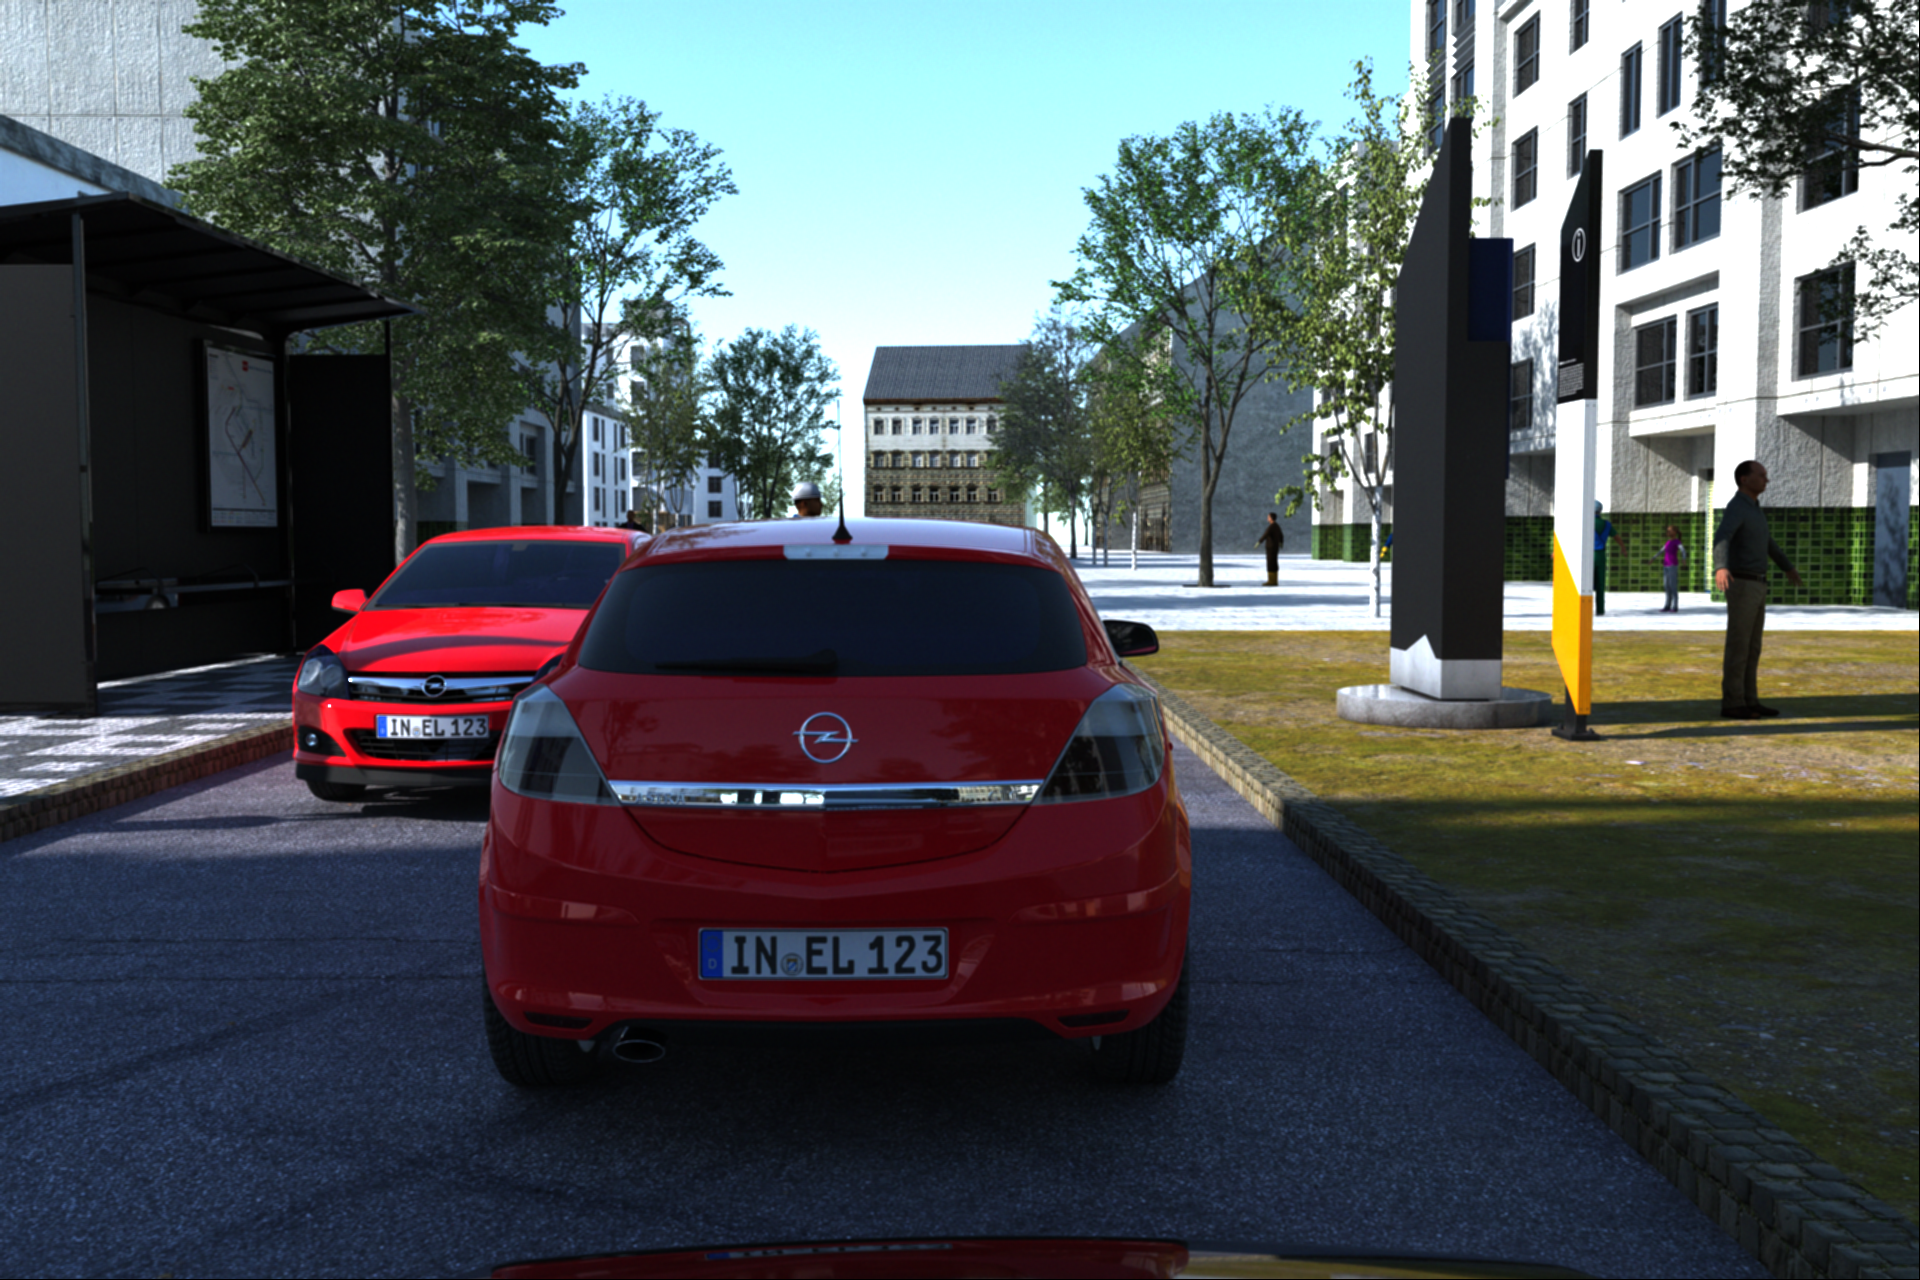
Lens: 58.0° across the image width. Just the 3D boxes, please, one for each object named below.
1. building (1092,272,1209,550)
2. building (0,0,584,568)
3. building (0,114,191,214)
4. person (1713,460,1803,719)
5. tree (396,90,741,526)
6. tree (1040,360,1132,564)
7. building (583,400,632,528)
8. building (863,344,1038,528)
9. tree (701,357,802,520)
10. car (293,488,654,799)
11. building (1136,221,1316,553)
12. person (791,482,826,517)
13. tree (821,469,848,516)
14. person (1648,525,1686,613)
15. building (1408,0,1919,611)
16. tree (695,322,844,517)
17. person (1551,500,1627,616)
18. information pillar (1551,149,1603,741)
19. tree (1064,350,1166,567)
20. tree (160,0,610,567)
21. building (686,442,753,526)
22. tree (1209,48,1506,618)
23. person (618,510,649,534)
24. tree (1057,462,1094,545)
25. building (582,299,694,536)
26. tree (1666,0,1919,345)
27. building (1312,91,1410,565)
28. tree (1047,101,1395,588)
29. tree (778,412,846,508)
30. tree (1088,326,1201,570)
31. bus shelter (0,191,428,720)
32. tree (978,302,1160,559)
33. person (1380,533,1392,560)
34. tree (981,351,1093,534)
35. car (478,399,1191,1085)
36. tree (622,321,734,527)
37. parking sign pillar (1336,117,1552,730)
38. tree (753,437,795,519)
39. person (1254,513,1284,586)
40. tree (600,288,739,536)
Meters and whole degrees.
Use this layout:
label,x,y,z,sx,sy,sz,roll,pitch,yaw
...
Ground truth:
label,x,y,z,sx,sy,sz,roll,pitch,yaw
building,21.184,-19.314,146.718,19.493,23.208,18.063,0,4,0
building,-27.498,-12.655,73.370,16.747,18.905,31.486,0,4,-1
building,-23.675,-6.192,43.384,9.099,9.664,28.070,0,3,0
person,5.529,-0.358,12.117,1.348,1.796,0.705,-3,5,-44
tree,-9.216,-7.007,40.326,9.928,11.665,9.643,0,3,0
tree,5.745,-7.499,72.976,4.360,8.622,3.978,0,3,0
building,-27.734,-11.034,122.551,9.099,9.664,28.070,0,4,0
building,-0.684,-22.438,200.242,18.063,23.208,19.493,0,4,7
tree,-9.008,-7.463,72.375,4.737,8.622,4.395,0,3,0
car,-2.629,-0.102,10.709,2.155,1.783,4.494,0,4,-1
building,23.392,-18.048,126.016,19.493,23.208,18.063,0,4,-1
person,-1.154,-0.302,13.372,0.705,1.833,1.349,0,4,-3
tree,-14.752,-14.959,194.943,4.737,8.622,4.395,0,3,0
person,11.590,-1.168,28.359,0.599,1.433,0.991,-1,4,-11
building,22.599,-10.561,39.130,16.747,18.905,31.486,0,4,0
tree,-9.488,-9.774,85.556,9.928,11.665,9.643,0,3,0
person,9.935,-1.290,27.212,1.347,1.817,0.704,-1,4,-14
information pillar,3.863,-1.192,10.850,0.183,3.616,0.504,0,4,-1
tree,5.496,-7.146,67.205,4.360,8.622,3.978,0,3,0
tree,-9.536,-6.768,28.784,7.486,12.596,7.792,0,3,0
building,-24.874,-14.013,171.265,9.099,9.664,28.070,0,4,-1
tree,6.273,-4.664,26.620,4.737,8.622,4.395,0,3,0
person,-7.145,-1.918,37.580,1.346,1.802,0.704,0,4,-3
tree,14.366,-16.644,197.889,9.928,11.665,9.643,0,3,0
building,-28.684,-17.397,140.853,16.016,20.090,11.380,0,4,0
tree,10.145,-4.931,15.029,8.767,10.594,7.601,3,4,38
building,26.247,-12.509,70.975,16.747,18.905,31.486,0,4,-1
tree,6.113,-7.081,41.532,9.928,11.665,9.643,0,3,0
tree,-9.540,-9.361,103.420,4.360,8.622,3.978,0,3,0
tree,6.383,-6.804,61.608,4.737,8.622,4.395,0,3,0
bus shelter,-6.471,-1.453,15.039,1.731,3.624,6.357,0,4,2
tree,5.871,-11.019,90.530,12.009,13.543,11.850,0,3,0
person,6.989,-1.253,26.463,1.349,1.833,0.705,-1,4,-17
tree,5.179,-11.543,106.858,7.486,12.596,7.792,0,3,0
car,-0.327,0.186,5.994,2.155,1.783,4.494,0,4,-1
tree,-9.894,-6.728,60.366,4.737,8.622,4.395,0,3,0
parking sign pillar,3.363,-1.436,11.953,1.447,3.967,1.447,0,4,-1
tree,-22.247,-17.263,200.373,7.486,12.596,7.792,0,3,0
person,7.693,-2.244,42.823,0.704,1.812,1.346,3,4,39
tree,-9.456,-6.243,52.429,4.360,8.622,3.978,0,3,0
